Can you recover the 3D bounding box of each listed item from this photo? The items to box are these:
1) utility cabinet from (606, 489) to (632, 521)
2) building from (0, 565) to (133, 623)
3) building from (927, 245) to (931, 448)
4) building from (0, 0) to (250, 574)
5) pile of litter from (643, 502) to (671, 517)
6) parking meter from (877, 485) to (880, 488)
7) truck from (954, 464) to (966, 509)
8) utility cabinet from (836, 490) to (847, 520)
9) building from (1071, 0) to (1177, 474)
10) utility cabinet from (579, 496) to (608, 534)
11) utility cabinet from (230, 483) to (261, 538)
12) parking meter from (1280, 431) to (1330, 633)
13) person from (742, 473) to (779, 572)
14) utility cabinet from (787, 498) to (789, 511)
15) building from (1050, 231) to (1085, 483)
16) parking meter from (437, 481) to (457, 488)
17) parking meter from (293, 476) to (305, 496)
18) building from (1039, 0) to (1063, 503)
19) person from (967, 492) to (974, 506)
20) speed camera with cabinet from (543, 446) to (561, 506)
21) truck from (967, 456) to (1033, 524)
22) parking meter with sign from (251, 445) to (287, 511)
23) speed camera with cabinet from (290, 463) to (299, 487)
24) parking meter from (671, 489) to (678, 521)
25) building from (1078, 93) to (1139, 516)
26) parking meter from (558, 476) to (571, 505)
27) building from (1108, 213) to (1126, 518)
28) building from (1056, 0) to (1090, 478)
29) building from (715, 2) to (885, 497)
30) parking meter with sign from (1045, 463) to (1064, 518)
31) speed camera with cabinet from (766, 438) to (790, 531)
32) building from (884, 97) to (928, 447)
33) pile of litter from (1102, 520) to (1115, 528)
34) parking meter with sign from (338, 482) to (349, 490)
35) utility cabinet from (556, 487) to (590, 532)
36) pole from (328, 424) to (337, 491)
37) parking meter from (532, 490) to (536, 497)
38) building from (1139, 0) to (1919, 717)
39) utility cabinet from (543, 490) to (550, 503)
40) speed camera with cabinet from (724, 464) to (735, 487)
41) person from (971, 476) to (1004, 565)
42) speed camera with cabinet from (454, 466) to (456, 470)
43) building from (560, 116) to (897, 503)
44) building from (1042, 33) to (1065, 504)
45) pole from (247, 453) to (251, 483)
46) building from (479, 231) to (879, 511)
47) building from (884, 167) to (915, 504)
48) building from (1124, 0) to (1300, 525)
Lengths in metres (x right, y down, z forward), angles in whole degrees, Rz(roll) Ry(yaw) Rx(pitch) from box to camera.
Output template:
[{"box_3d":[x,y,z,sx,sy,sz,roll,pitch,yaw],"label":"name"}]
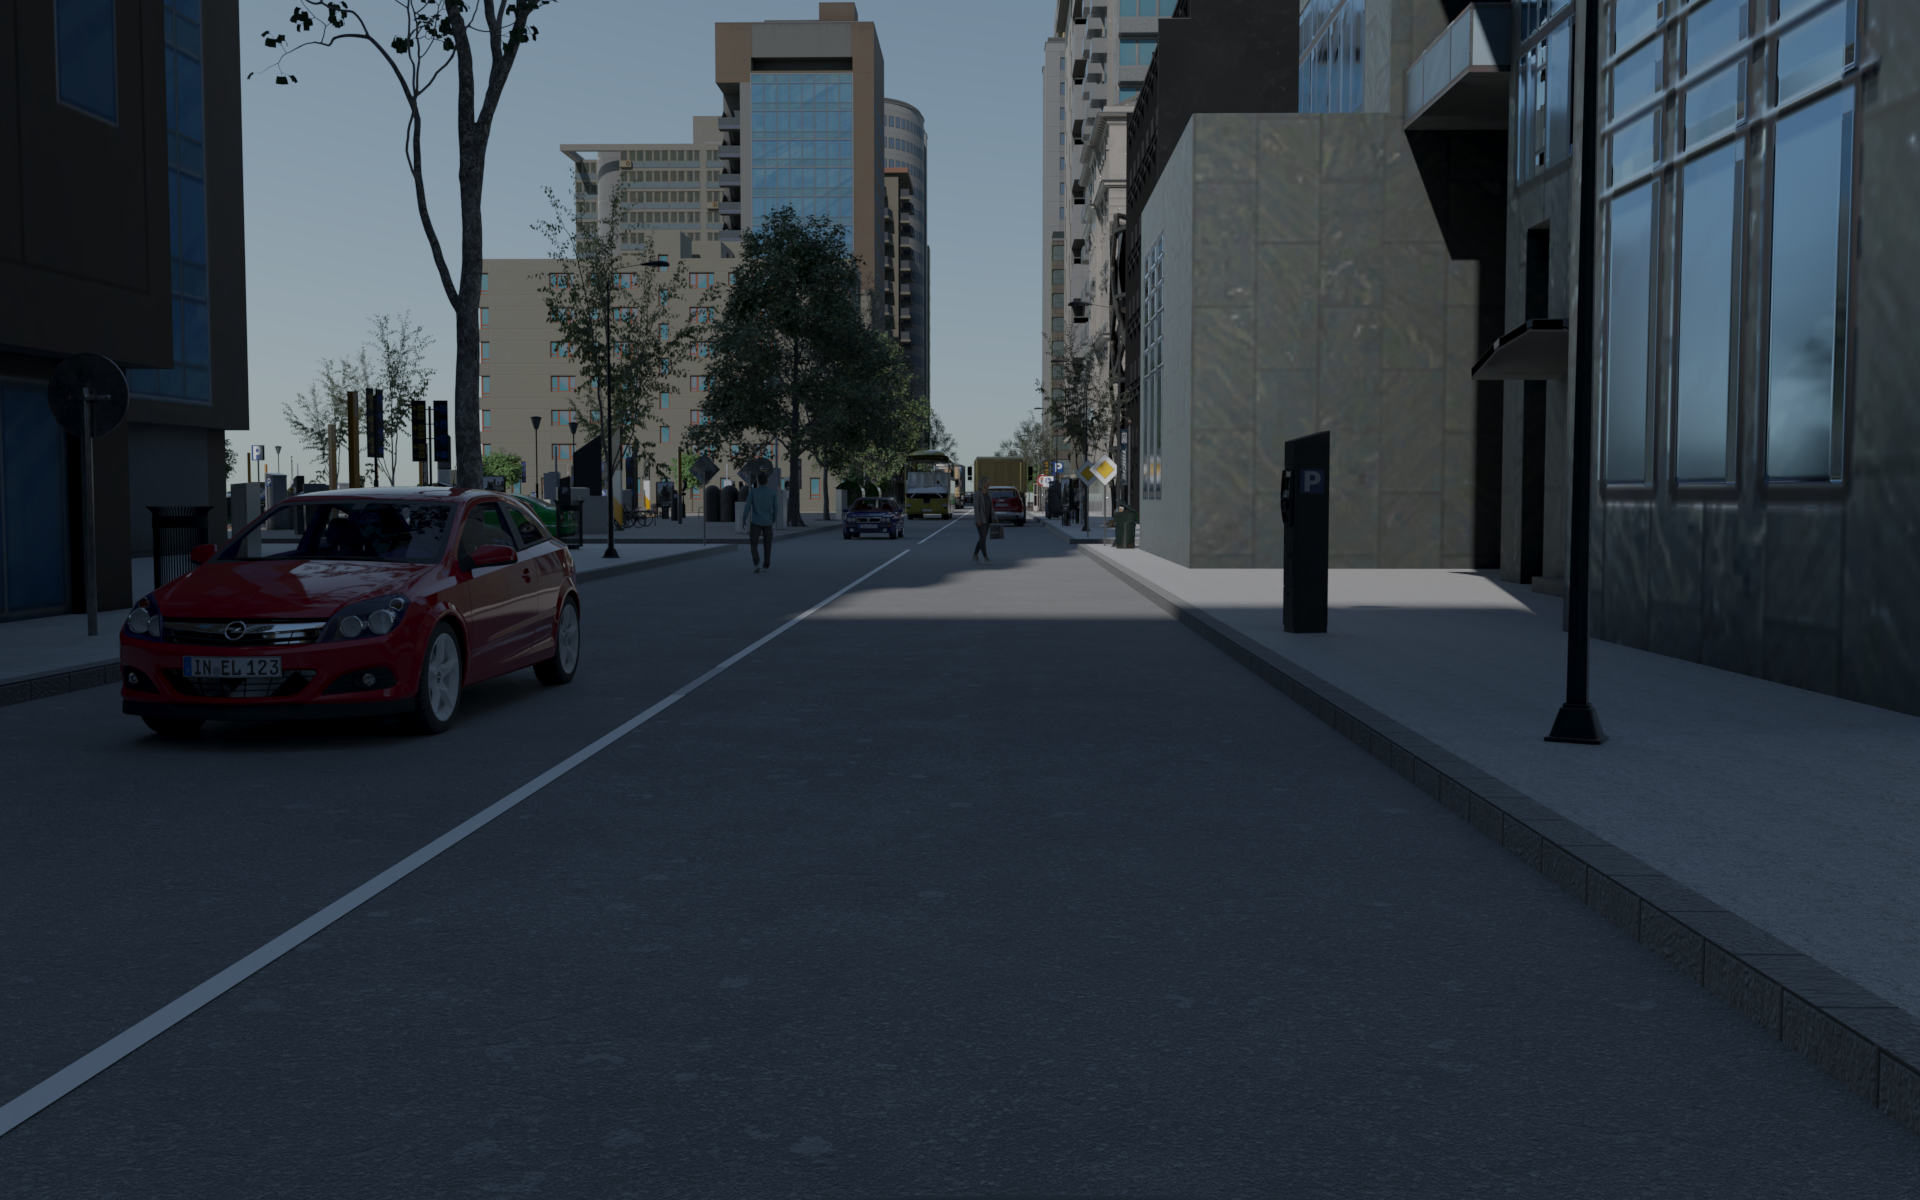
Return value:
[{"box_3d":[-16.203,-4.506,82.344,1.173,1.500,0.318,-3,4,-39],"label":"utility cabinet"},{"box_3d":[-16.005,-22.108,11.570,14.600,45.320,14.200,0,4,1],"label":"building"},{"box_3d":[-12.001,-36.297,277.045,14.154,41.232,14.086,0,4,1],"label":"building"},{"box_3d":[-23.157,-23.286,30.841,14.200,45.320,14.600,0,4,1],"label":"building"},{"box_3d":[-16.896,-5.038,96.332,1.719,0.858,1.176,0,4,-6],"label":"pile of litter"},{"box_3d":[-5.119,-6.189,106.896,0.255,1.863,0.399,3,4,38],"label":"parking meter"},{"box_3d":[-0.973,-10.823,165.865,2.839,4.237,11.283,0,4,3],"label":"truck"},{"box_3d":[-5.837,-4.697,85.483,0.318,1.500,1.173,-1,4,-18],"label":"utility cabinet"},{"box_3d":[21.335,-31.860,140.516,23.786,49.044,30.456,0,4,1],"label":"building"},{"box_3d":[-11.780,-2.745,56.038,1.020,1.237,0.306,-1,4,-16],"label":"utility cabinet"},{"box_3d":[-13.977,-1.542,33.884,0.318,1.500,1.173,-1,4,-10],"label":"utility cabinet"},{"box_3d":[3.191,-0.631,16.031,0.399,1.863,0.255,-1,4,-10],"label":"parking meter"},{"box_3d":[-3.649,-1.421,31.755,0.660,1.820,0.620,-1,4,-19],"label":"person"},{"box_3d":[-9.622,-5.292,97.689,1.020,1.237,0.306,-2,4,-27],"label":"utility cabinet"},{"box_3d":[16.986,-25.688,191.704,14.160,30.474,14.107,0,4,1],"label":"building"},{"box_3d":[-10.094,-1.572,34.116,0.372,1.533,0.369,0,3,0],"label":"parking meter"},{"box_3d":[-20.874,-2.998,54.728,0.255,1.863,0.399,-3,4,-38],"label":"parking meter"},{"box_3d":[21.720,-49.631,249.717,20.563,71.187,20.611,0,4,1],"label":"building"},{"box_3d":[1.474,-12.645,215.954,1.217,1.735,0.721,1,4,11],"label":"person"},{"box_3d":[-16.848,-4.763,72.218,0.660,3.252,2.038,0,4,1],"label":"speed camera with cabinet"},{"box_3d":[2.040,-5.621,87.834,3.469,3.379,9.791,0,4,1],"label":"truck"},{"box_3d":[-24.607,-4.044,62.388,0.543,3.016,1.738,2,4,25],"label":"parking meter with sign"},{"box_3d":[-43.321,-7.158,111.368,2.038,3.252,0.660,0,4,3],"label":"speed camera with cabinet"},{"box_3d":[-13.674,-4.563,83.014,0.372,1.533,0.369,0,3,0],"label":"parking meter"},{"box_3d":[15.109,-19.914,112.982,14.401,28.519,23.554,0,4,1],"label":"building"},{"box_3d":[-12.634,-3.034,55.311,0.399,1.863,0.255,-1,4,-17],"label":"parking meter"},{"box_3d":[16.380,-13.801,93.103,16.820,18.784,16.811,0,4,1],"label":"building"},{"box_3d":[24.109,-35.476,169.271,28.713,52.752,27.495,0,4,1],"label":"building"},{"box_3d":[-14.421,-31.349,162.670,14.600,45.320,14.200,0,4,1],"label":"building"},{"box_3d":[5.158,-6.058,95.316,0.543,3.016,1.738,1,4,22],"label":"parking meter with sign"},{"box_3d":[-6.605,-4.118,61.661,0.660,3.252,2.038,0,4,3],"label":"speed camera with cabinet"},{"box_3d":[-15.851,-43.630,255.346,21.231,58.520,28.212,0,4,1],"label":"building"},{"box_3d":[6.145,-3.247,67.053,1.719,0.858,1.176,-2,4,-35],"label":"pile of litter"},{"box_3d":[-40.358,-7.168,113.453,1.738,3.016,0.543,-3,5,-40],"label":"parking meter with sign"},{"box_3d":[-12.831,-2.984,57.463,0.318,1.500,1.173,3,4,38],"label":"utility cabinet"},{"box_3d":[-18.315,-3.469,50.569,0.158,3.312,0.155,0,3,0],"label":"pole"},{"box_3d":[-27.883,-6.432,113.568,0.372,1.533,0.369,0,3,0],"label":"parking meter"},{"box_3d":[14.986,-43.376,21.865,22.319,86.520,31.000,0,4,1],"label":"building"},{"box_3d":[-20.090,-4.651,84.729,0.318,1.500,1.173,-2,4,-25],"label":"utility cabinet"},{"box_3d":[-15.280,-7.254,112.946,0.660,3.252,2.038,1,4,16],"label":"speed camera with cabinet"},{"box_3d":[0.517,-1.631,35.351,0.728,1.800,0.709,3,5,45],"label":"person"},{"box_3d":[-35.690,-7.813,122.071,0.660,3.252,2.038,-1,4,-9],"label":"speed camera with cabinet"},{"box_3d":[-23.194,-30.000,182.373,32.217,40.220,23.993,0,4,1],"label":"building"},{"box_3d":[21.231,-41.819,225.743,21.231,58.520,28.212,0,4,1],"label":"building"},{"box_3d":[-34.882,-5.577,85.027,0.158,3.312,0.155,0,3,0],"label":"pole"},{"box_3d":[-21.420,-18.142,141.659,27.650,21.520,28.899,0,4,1],"label":"building"},{"box_3d":[-17.286,-34.998,226.841,22.147,44.769,28.867,0,4,1],"label":"building"},{"box_3d":[13.546,-14.768,71.142,12.332,23.373,15.834,0,4,1],"label":"building"}]
